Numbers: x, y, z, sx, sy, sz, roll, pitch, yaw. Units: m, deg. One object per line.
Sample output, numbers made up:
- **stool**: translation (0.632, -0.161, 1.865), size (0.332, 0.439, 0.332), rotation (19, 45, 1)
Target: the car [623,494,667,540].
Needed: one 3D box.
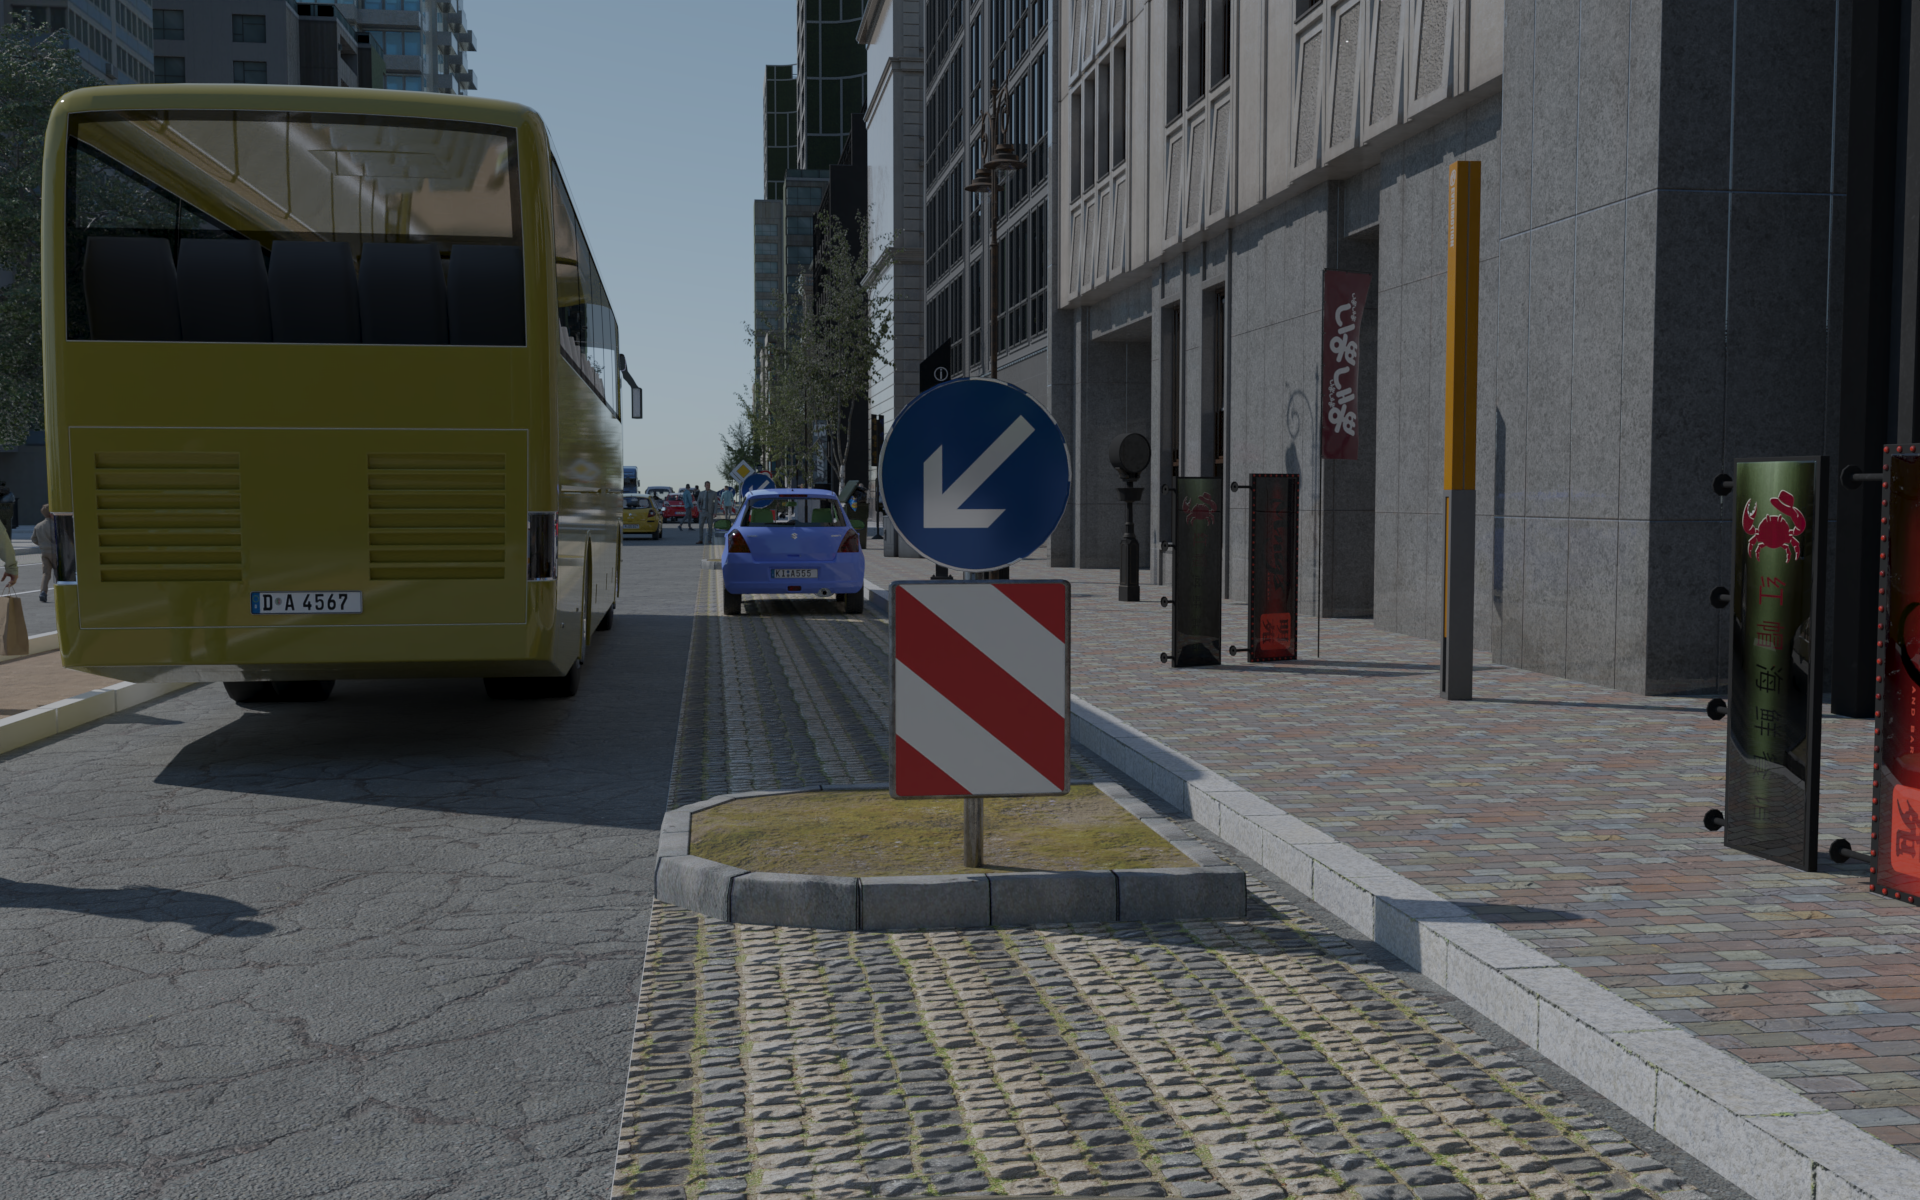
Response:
- **car**: translation (-10.386, -2.749, 55.167), size (2.015, 1.641, 3.980), rotation (0, 4, -7)

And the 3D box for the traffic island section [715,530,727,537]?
- **traffic island section**: translation (-7.230, -2.202, 58.277), size (2.009, 0.180, 2.903), rotation (-1, 4, -8)

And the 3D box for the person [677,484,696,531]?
- **person**: translation (-10.696, -3.627, 67.656), size (0.748, 1.841, 0.638), rotation (-1, 4, -19)

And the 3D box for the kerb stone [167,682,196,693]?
- **kerb stone**: translation (-5.833, 0.569, 12.900), size (0.120, 0.150, 1.000), rotation (-1, 4, -8)

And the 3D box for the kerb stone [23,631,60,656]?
- **kerb stone**: translation (-8.347, 0.403, 15.650), size (0.120, 0.150, 1.000), rotation (-1, 4, -8)

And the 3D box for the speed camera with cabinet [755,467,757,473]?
- **speed camera with cabinet**: translation (-13.968, -7.976, 124.747), size (2.038, 3.252, 0.660), rotation (0, 4, 6)

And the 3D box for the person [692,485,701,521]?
- **person**: translation (-13.845, -5.078, 90.884), size (0.474, 1.900, 0.648), rotation (-1, 4, -19)

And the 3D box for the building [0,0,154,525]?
- **building**: translation (-49.145, -23.368, 73.940), size (32.217, 40.220, 23.993), rotation (-1, 4, -8)

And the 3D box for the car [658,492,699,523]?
- **car**: translation (-13.975, -4.740, 86.533), size (2.155, 1.783, 4.494), rotation (-1, 4, -10)

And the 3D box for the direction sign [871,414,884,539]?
- **direction sign**: translation (-2.340, -3.507, 49.334), size (0.379, 3.537, 0.876), rotation (1, 4, 21)

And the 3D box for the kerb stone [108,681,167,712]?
- **kerb stone**: translation (-5.680, 0.636, 11.887), size (0.120, 0.150, 1.000), rotation (-1, 4, -8)

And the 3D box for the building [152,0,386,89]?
- **building**: translation (-42.262, -20.232, 102.497), size (14.160, 30.474, 14.107), rotation (-1, 4, -8)

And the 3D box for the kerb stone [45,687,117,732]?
- **kerb stone**: translation (-5.542, 0.693, 10.873), size (0.120, 0.150, 1.000), rotation (-1, 4, -8)

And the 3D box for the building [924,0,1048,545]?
- **building**: translation (7.340, -15.316, 43.927), size (14.314, 27.812, 24.014), rotation (-1, 4, -8)

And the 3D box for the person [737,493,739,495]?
- **person**: translation (-34.882, -16.361, 274.247), size (1.217, 1.736, 0.721), rotation (-1, 4, -18)

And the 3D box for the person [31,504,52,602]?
- **person**: translation (-12.130, -0.631, 23.087), size (0.475, 1.303, 0.640), rotation (-1, 4, -8)

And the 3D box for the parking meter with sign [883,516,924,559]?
- **parking meter with sign**: translation (-0.865, -2.353, 34.727), size (0.543, 3.016, 1.738), rotation (-3, 5, -44)

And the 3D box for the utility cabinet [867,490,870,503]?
- **utility cabinet**: translation (-4.539, -4.825, 87.569), size (0.318, 1.500, 1.173), rotation (0, 4, 2)

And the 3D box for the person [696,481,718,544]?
- **person**: translation (-7.281, -2.522, 49.827), size (0.635, 1.810, 0.391), rotation (0, 4, -3)

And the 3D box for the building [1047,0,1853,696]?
- **building**: translation (8.887, -12.409, 20.905), size (12.078, 24.808, 19.932), rotation (-1, 4, -8)

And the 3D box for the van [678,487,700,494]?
- **van**: translation (-16.903, -6.201, 108.396), size (2.013, 2.044, 4.112), rotation (0, 4, -6)

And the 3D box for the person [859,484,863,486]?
- **person**: translation (-4.766, -4.663, 82.680), size (0.834, 1.777, 0.661), rotation (-1, 4, -8)

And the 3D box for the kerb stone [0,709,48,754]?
- **kerb stone**: translation (-5.398, 0.754, 9.861), size (0.120, 0.150, 1.000), rotation (-1, 4, -8)

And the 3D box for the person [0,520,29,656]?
- **person**: translation (-6.634, -0.155, 11.516), size (0.782, 1.767, 0.515), rotation (-1, 4, -19)

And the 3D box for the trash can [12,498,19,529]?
- **trash can**: translation (-35.012, -3.187, 63.754), size (0.748, 1.137, 0.748), rotation (0, 3, 0)

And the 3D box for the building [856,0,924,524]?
- **building**: translation (8.465, -17.094, 76.753), size (25.104, 27.353, 12.463), rotation (-1, 4, -8)

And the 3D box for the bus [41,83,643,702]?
- **bus**: translation (-4.329, -1.427, 14.879), size (2.896, 3.916, 12.252), rotation (-1, 4, -9)

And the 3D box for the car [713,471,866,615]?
- **car**: translation (-2.133, -0.746, 21.789), size (1.945, 1.707, 3.694), rotation (0, 4, -7)

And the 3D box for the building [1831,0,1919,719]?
- **building**: translation (12.296, -10.568, 2.467), size (12.332, 23.373, 15.834), rotation (-1, 4, -8)

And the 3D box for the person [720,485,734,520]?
- **person**: translation (-10.932, -4.454, 81.190), size (0.638, 1.841, 0.748), rotation (1, 4, 9)

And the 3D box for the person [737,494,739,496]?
- **person**: translation (-32.601, -15.397, 257.866), size (1.350, 1.814, 0.705), rotation (1, 4, 10)

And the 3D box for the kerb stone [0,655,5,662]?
- **kerb stone**: translation (-8.203, 0.466, 14.638), size (0.120, 0.150, 1.000), rotation (-1, 4, -8)

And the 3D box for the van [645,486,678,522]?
- **van**: translation (-15.743, -5.147, 91.169), size (2.013, 2.044, 4.112), rotation (0, 4, -7)

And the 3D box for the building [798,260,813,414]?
- **building**: translation (-4.348, -18.717, 125.113), size (14.460, 24.649, 34.723), rotation (-1, 4, -8)

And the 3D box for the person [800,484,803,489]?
- **person**: translation (-7.832, -4.923, 86.813), size (0.520, 1.790, 0.573), rotation (-2, 4, -25)

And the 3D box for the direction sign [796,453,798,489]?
- **direction sign**: translation (-8.879, -6.266, 94.442), size (0.379, 3.537, 0.876), rotation (0, 4, 2)

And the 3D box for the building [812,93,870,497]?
- **building**: translation (-1.856, -16.535, 100.020), size (12.332, 23.373, 15.834), rotation (-1, 4, -8)

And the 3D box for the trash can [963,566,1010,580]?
- **trash can**: translation (0.338, -0.652, 22.307), size (0.748, 1.137, 0.748), rotation (0, 3, 0)
